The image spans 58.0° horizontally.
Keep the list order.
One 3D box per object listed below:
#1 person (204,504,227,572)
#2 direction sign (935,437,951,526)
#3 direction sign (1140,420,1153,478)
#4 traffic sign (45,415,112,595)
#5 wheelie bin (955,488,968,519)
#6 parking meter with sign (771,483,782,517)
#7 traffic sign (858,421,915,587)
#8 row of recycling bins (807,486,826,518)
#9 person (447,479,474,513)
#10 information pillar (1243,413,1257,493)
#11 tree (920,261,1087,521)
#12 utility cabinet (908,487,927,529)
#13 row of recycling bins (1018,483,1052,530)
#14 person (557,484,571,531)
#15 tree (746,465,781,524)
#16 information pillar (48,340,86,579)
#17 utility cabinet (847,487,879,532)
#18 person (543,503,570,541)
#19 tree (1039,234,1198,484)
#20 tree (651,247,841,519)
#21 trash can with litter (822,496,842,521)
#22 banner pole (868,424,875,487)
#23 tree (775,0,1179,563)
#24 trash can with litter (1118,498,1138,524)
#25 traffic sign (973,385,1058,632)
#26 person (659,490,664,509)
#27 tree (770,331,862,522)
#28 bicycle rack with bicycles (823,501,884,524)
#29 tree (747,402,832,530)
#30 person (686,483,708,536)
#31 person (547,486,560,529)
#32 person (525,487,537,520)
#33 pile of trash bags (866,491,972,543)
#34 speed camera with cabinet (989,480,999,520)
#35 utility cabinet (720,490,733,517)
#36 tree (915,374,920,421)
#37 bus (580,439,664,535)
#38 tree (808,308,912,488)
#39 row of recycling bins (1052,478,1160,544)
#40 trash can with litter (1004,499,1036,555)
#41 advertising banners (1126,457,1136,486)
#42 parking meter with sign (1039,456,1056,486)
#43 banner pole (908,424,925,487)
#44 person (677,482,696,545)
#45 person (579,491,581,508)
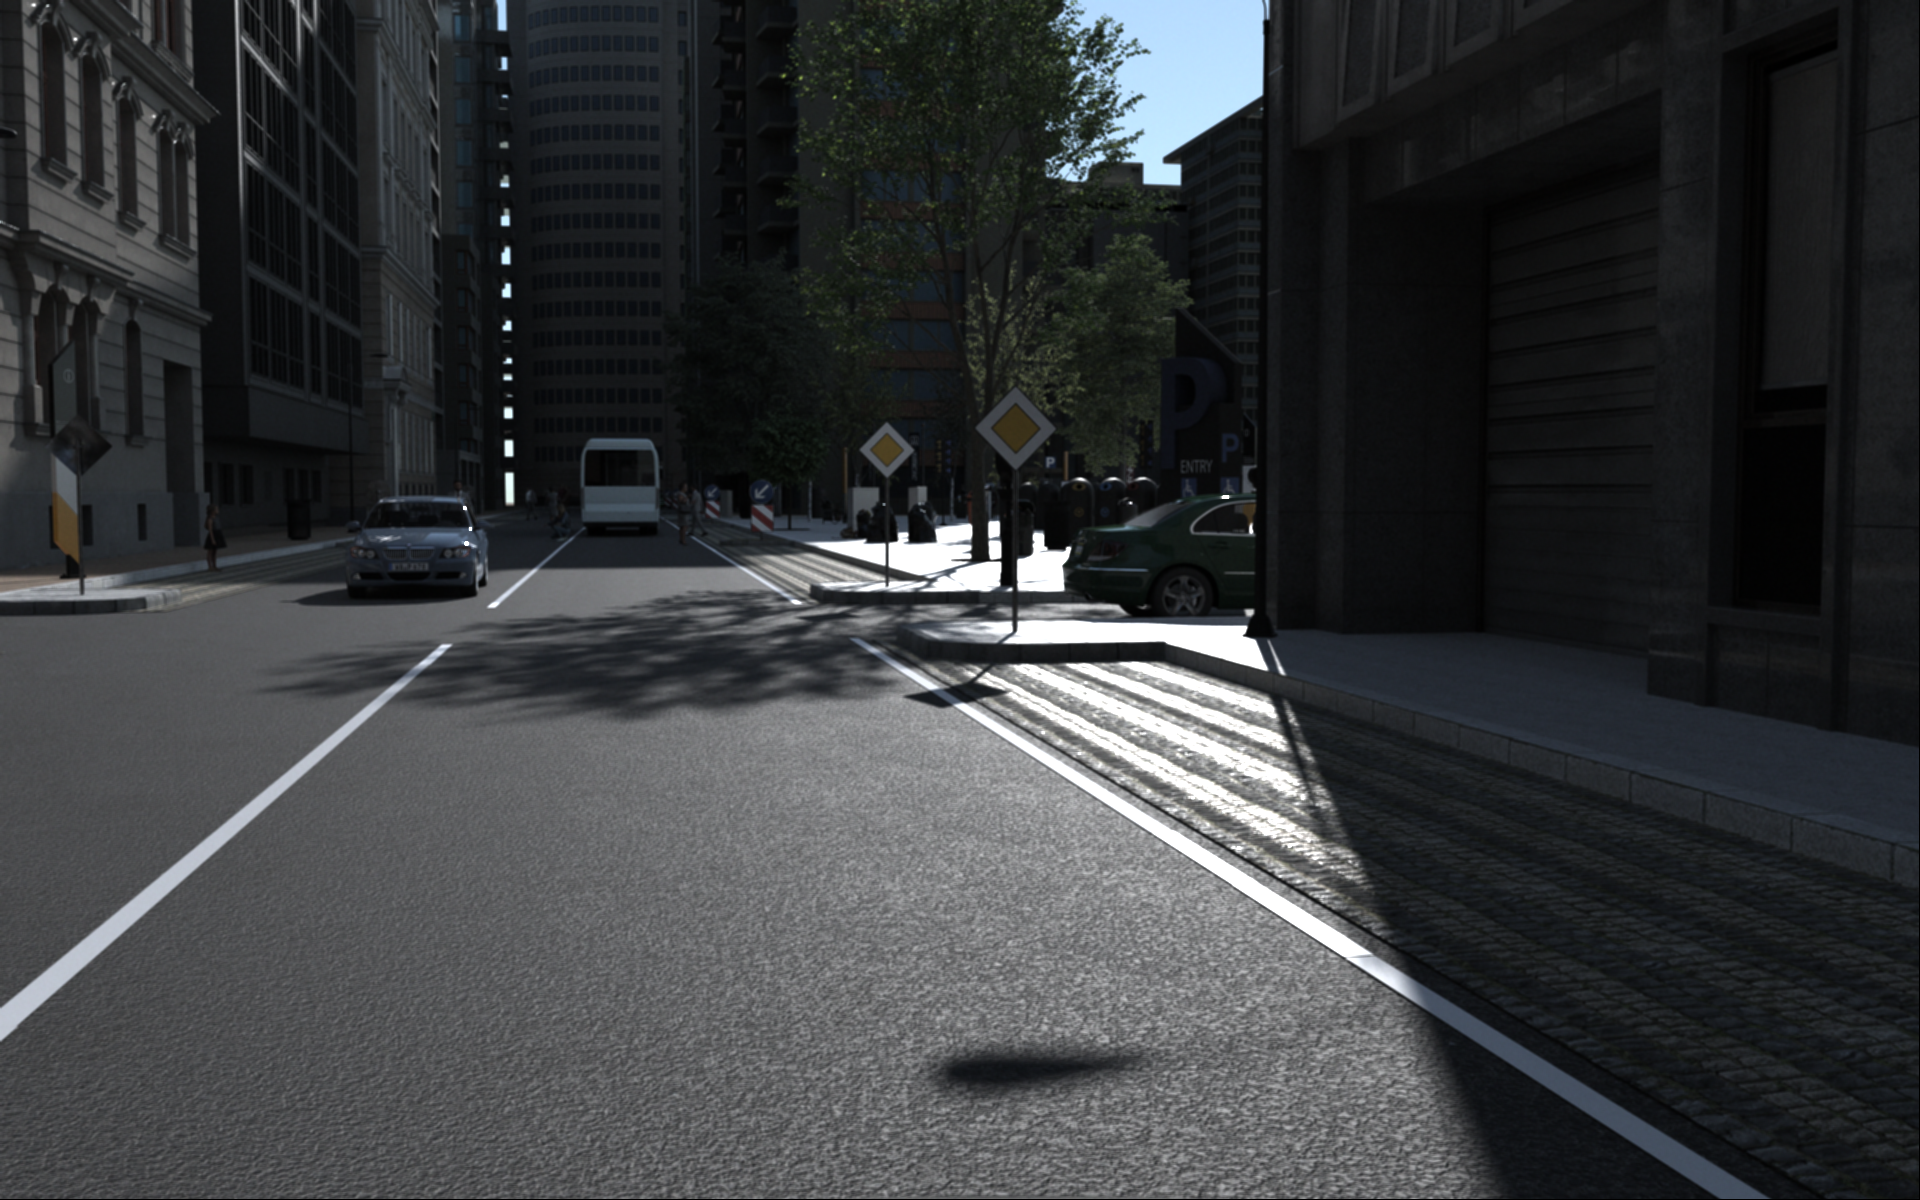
[{"bbox_3d":[-13.710,-1.145,31.897,0.373,1.253,0.362,1,4,9],"label":"person"},{"bbox_3d":[-0.669,-4.731,69.342,0.379,3.537,0.876,3,5,44],"label":"direction sign"},{"bbox_3d":[5.731,-3.752,53.334,0.379,3.537,0.876,-1,4,-20],"label":"direction sign"},{"bbox_3d":[-11.170,-1.122,21.983,0.795,2.450,0.064,-1,4,-11],"label":"traffic sign"},{"bbox_3d":[0.090,-5.072,90.836,0.693,1.594,0.980,0,4,-1],"label":"wheelie bin"},{"bbox_3d":[-10.389,-6.231,98.144,0.543,3.016,1.738,0,4,3],"label":"parking meter with sign"},{"bbox_3d":[-1.011,-1.241,23.926,0.795,2.450,0.064,-1,4,-11],"label":"traffic sign"},{"bbox_3d":[-7.697,-5.244,92.846,1.069,1.692,3.534,0,4,-6],"label":"row of recycling bins"},{"bbox_3d":[-11.813,-1.959,40.802,0.678,1.792,0.850,-1,4,-19],"label":"person"},{"bbox_3d":[8.391,-3.601,50.235,0.183,3.616,0.504,-3,4,-36],"label":"information pillar"},{"bbox_3d":[1.720,-6.447,55.774,4.360,8.622,3.978,0,3,0],"label":"tree"},{"bbox_3d":[-1.295,-2.681,52.515,0.318,1.500,1.173,1,4,12],"label":"utility cabinet"},{"bbox_3d":[3.649,-3.376,62.316,3.534,1.692,1.069,2,4,30],"label":"row of recycling bins"},{"bbox_3d":[-15.389,-3.608,67.463,0.580,1.828,0.573,1,4,10],"label":"person"},{"bbox_3d":[-8.379,-4.879,74.379,1.663,3.219,1.824,0,3,0],"label":"tree"},{"bbox_3d":[-13.539,-2.132,26.213,0.183,3.616,0.504,1,4,13],"label":"information pillar"},{"bbox_3d":[-3.218,-2.983,57.446,0.318,1.500,1.173,3,5,44],"label":"utility cabinet"},{"bbox_3d":[-12.257,-2.383,52.955,0.738,1.151,1.012,-2,4,-29],"label":"person"},{"bbox_3d":[7.259,-9.626,75.511,7.486,12.596,7.792,0,3,0],"label":"tree"},{"bbox_3d":[-10.588,-11.138,88.758,9.857,13.997,8.962,0,3,0],"label":"tree"},{"bbox_3d":[-6.094,-4.383,83.043,1.055,1.170,0.624,1,4,14],"label":"trash can with litter"},{"bbox_3d":[-3.152,-4.391,61.816,0.401,3.779,0.863,-1,4,-20],"label":"banner pole"},{"bbox_3d":[0.382,-6.545,32.763,9.928,11.665,9.643,0,3,0],"label":"tree"},{"bbox_3d":[2.653,-1.184,30.420,1.678,1.210,2.233,3,4,38],"label":"trash can with litter"},{"bbox_3d":[0.510,-0.761,16.086,0.795,2.450,0.064,-1,4,-11],"label":"traffic sign"},{"bbox_3d":[-28.402,-9.527,164.136,0.709,1.838,0.599,2,4,33],"label":"person"},{"bbox_3d":[-6.688,-7.898,79.503,4.360,8.622,3.978,0,3,0],"label":"tree"},{"bbox_3d":[-4.424,-3.726,74.302,2.852,0.926,2.925,2,4,33],"label":"bicycle rack with bicycles"},{"bbox_3d":[-6.108,-4.766,61.637,4.285,4.588,4.351,0,3,0],"label":"tree"},{"bbox_3d":[-8.933,-3.050,58.639,0.850,1.792,0.678,1,4,10],"label":"person"},{"bbox_3d":[-16.768,-3.852,71.845,0.716,1.782,0.532,0,4,-3],"label":"person"},{"bbox_3d":[-23.583,-5.301,95.277,0.850,1.850,0.679,3,4,38],"label":"person"},{"bbox_3d":[-0.897,-2.247,46.485,3.447,1.369,1.912,1,4,15],"label":"pile of trash bags"},{"bbox_3d":[1.570,-5.650,86.711,2.038,3.252,0.660,0,4,-4],"label":"speed camera with cabinet"},{"bbox_3d":[-12.753,-5.258,94.654,0.318,1.500,1.173,-2,4,-26],"label":"utility cabinet"},{"bbox_3d":[-0.284,-8.041,81.830,4.360,8.622,3.978,0,3,0],"label":"tree"},{"bbox_3d":[-12.419,-4.230,64.017,2.948,3.499,13.247,-1,4,-10],"label":"bus"},{"bbox_3d":[-3.972,-7.201,68.092,4.737,8.622,4.395,0,3,0],"label":"tree"},{"bbox_3d":[4.216,-2.268,44.193,3.534,1.692,1.069,2,4,34],"label":"row of recycling bins"},{"bbox_3d":[1.284,-1.534,36.464,0.624,1.170,1.055,0,4,7],"label":"trash can with litter"},{"bbox_3d":[7.334,-5.263,82.239,2.074,3.025,0.090,1,4,13],"label":"advertising banners"},{"bbox_3d":[4.018,-5.184,81.020,0.543,3.016,1.738,-1,4,-11],"label":"parking meter with sign"},{"bbox_3d":[-1.501,-4.389,61.776,0.863,3.779,0.401,3,4,36],"label":"banner pole"},{"bbox_3d":[-7.708,-2.436,48.689,0.532,1.782,0.716,0,4,3],"label":"person"},{"bbox_3d":[-32.346,-8.511,148.435,0.721,1.735,1.217,-2,4,-30],"label":"person"}]
